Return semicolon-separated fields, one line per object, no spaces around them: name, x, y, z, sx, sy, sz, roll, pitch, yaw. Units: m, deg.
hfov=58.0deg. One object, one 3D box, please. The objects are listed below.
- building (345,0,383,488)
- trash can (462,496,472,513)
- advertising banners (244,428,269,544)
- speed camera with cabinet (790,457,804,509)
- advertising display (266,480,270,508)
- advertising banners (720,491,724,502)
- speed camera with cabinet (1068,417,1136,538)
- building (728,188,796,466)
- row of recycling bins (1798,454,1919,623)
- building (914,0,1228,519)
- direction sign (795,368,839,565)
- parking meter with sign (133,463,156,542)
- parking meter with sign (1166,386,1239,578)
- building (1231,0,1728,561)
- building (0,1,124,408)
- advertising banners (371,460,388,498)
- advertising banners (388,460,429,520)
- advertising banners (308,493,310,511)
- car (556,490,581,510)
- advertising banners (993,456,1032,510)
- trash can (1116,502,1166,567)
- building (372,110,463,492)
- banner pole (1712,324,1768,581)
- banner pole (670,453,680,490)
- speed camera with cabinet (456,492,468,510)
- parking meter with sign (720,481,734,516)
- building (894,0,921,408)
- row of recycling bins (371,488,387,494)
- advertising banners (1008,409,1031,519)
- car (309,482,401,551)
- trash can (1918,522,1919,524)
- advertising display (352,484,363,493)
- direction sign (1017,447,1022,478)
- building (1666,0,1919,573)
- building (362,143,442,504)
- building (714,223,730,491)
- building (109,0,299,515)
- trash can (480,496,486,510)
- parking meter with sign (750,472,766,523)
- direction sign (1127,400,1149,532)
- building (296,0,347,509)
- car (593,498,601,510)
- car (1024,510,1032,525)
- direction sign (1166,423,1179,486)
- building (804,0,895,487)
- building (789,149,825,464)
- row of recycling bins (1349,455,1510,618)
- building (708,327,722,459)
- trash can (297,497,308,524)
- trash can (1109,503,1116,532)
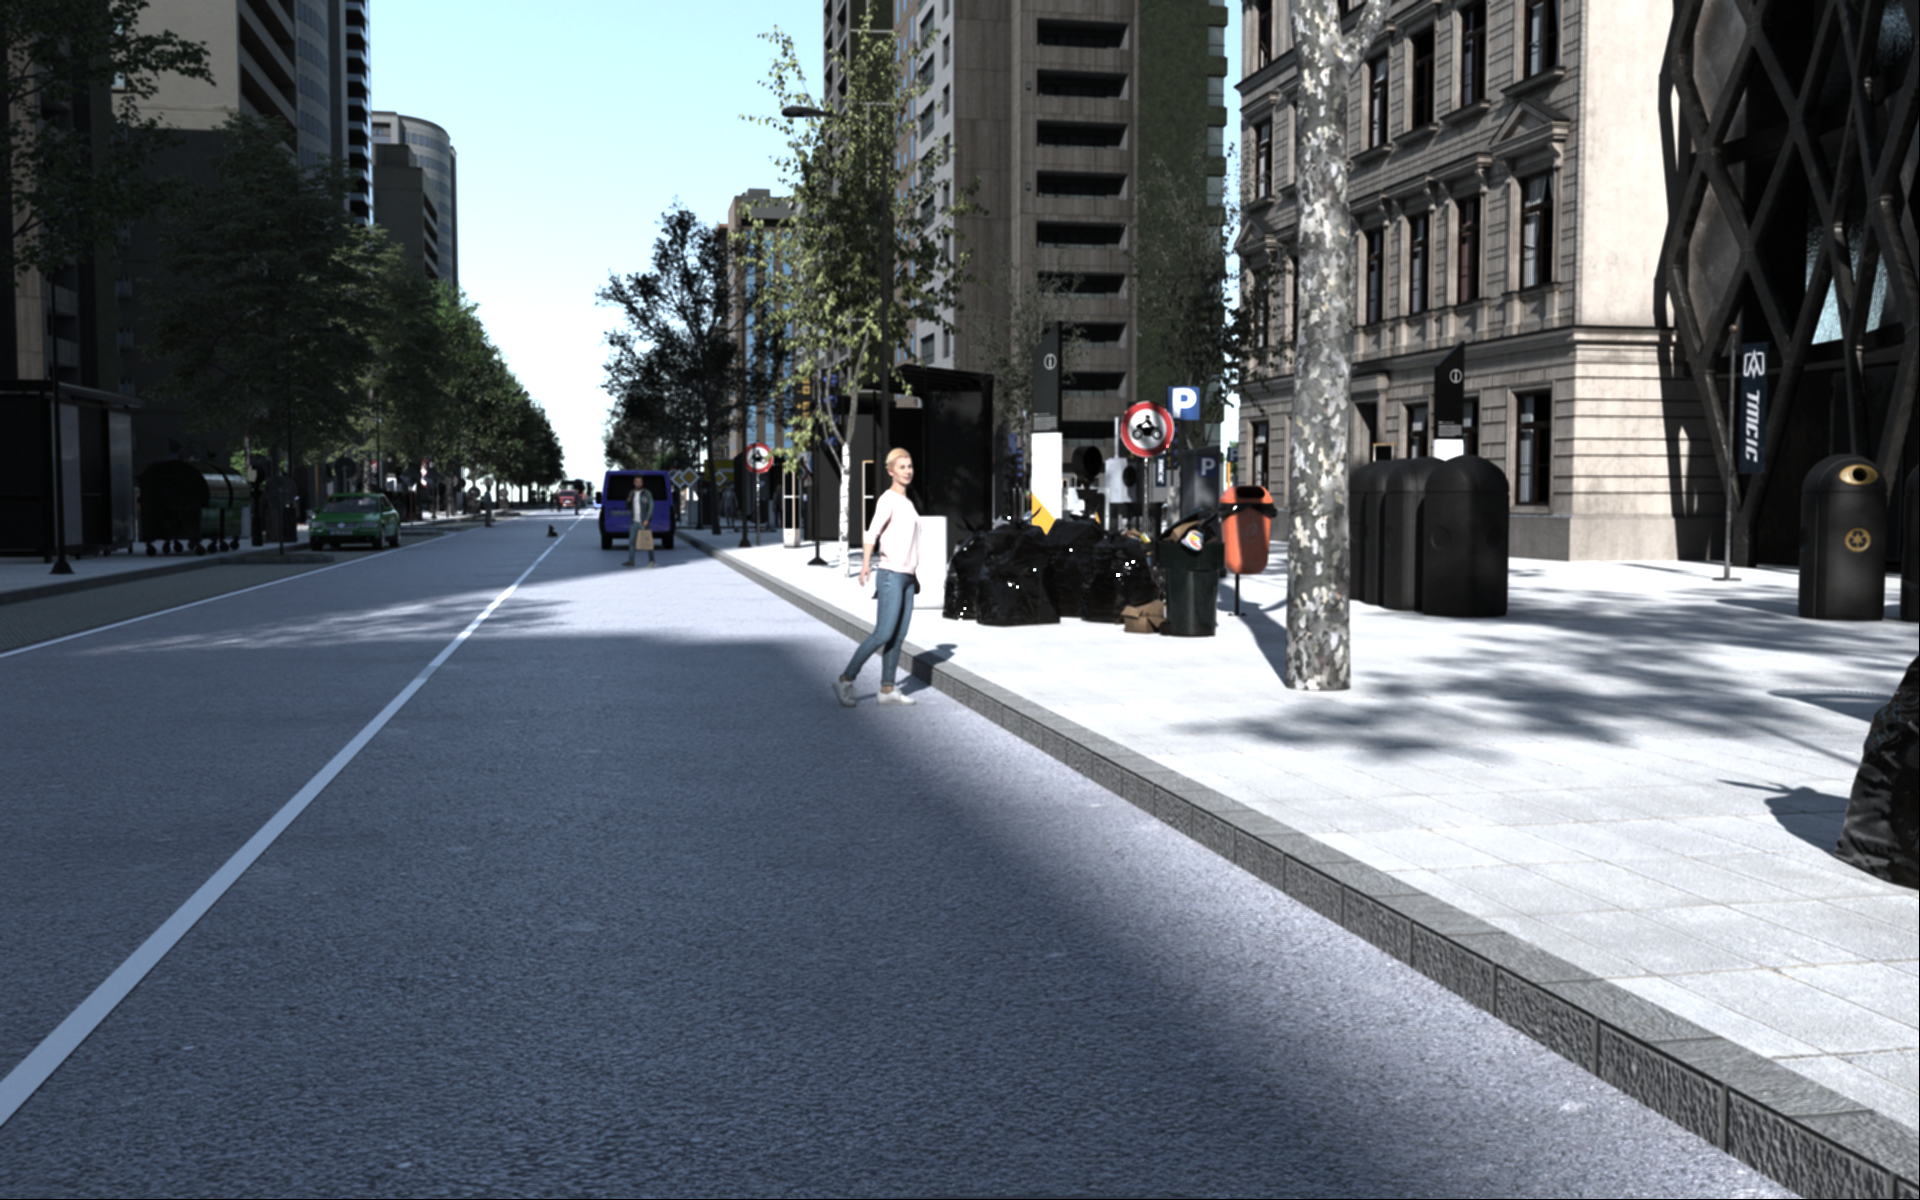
building;-71.590;-52.906;177.681;22.319;86.520;31.000;-1;4;-12
trash can;-33.112;-6.414;116.525;0.748;1.137;0.748;0;3;0
advertising banners;-18.483;-3.016;45.498;0.090;3.025;2.074;-3;4;-36
speed camera with cabinet;-7.676;-5.586;85.661;2.038;3.252;0.660;2;4;28
advertising display;-30.896;-4.434;77.712;0.123;1.923;0.974;-3;5;-39
advertising banners;-13.782;-6.646;104.846;2.074;3.025;0.090;-1;4;-22
speed camera with cabinet;3.640;-3.033;43.931;2.038;3.252;0.660;-3;5;-42
building;-26.422;-36.910;253.593;14.600;45.320;14.200;-1;4;-12
row of recycling bins;10.185;-0.609;17.070;3.534;1.692;1.069;3;4;38
building;5.565;-19.746;94.556;14.107;30.474;14.160;-1;4;-12
direction sign;-2.586;-2.407;31.344;0.876;3.537;0.379;1;4;22
parking meter with sign;-22.323;-3.037;45.922;1.738;3.016;0.543;-1;4;-8
parking meter with sign;3.778;-1.900;27.331;0.543;3.016;1.738;-1;4;-12
building;14.379;-10.859;42.174;10.561;19.102;19.286;-1;4;-12
building;-49.692;-19.034;82.912;14.160;30.474;14.107;-1;4;-12
advertising banners;-29.057;-5.630;88.231;2.074;3.025;0.090;-2;4;-25
advertising banners;-27.656;-5.562;87.134;2.074;3.025;0.090;1;4;9
advertising banners;-50.094;-8.212;130.459;2.074;3.025;0.090;-1;4;-16
car;-35.433;-9.053;156.694;2.281;1.827;5.304;-1;4;-11
advertising banners;2.475;-5.082;79.271;2.074;3.025;0.090;2;4;25
trash can;3.258;-1.159;30.606;0.748;1.137;0.748;0;3;0
building;-88.784;-44.257;265.607;21.231;58.520;28.212;-1;4;-12
banner pole;11.501;-2.167;25.440;0.401;3.779;0.863;-2;4;-24
banner pole;-17.377;-7.057;105.397;0.863;3.779;0.401;-3;5;-43
speed camera with cabinet;-39.881;-8.756;137.497;2.038;3.252;0.660;1;4;20
parking meter with sign;-13.233;-6.320;99.586;0.543;3.016;1.738;-3;5;-43
building;3.689;-28.287;112.605;14.600;45.320;14.200;-1;4;-12
row of recycling bins;-41.219;-6.973;121.118;3.534;1.692;1.069;3;4;37
advertising banners;1.187;-2.377;35.060;0.090;3.025;2.074;1;4;11
car;-15.714;-2.219;45.069;1.959;1.807;4.718;-1;4;-10
trash can;5.321;0.170;8.881;0.748;1.137;0.748;0;3;0
advertising display;-39.710;-6.673;114.315;0.974;1.923;0.123;0;4;-1
direction sign;2.662;-5.630;84.052;0.876;3.537;0.379;-2;4;-26
building;21.228;-9.648;25.195;16.820;18.784;16.811;-1;4;-12
building;-84.570;-37.780;241.397;21.300;48.544;21.600;-1;4;-12
building;-27.773;-37.963;275.322;22.147;44.769;28.867;-1;4;-12
building;-55.225;-29.781;110.623;21.300;48.544;21.600;-1;4;-12
trash can;-37.344;-7.609;136.063;0.748;1.137;0.748;0;3;0
parking meter with sign;-8.954;-4.940;77.022;0.543;3.016;1.738;-2;4;-30
direction sign;4.337;-3.077;42.313;0.379;3.537;0.876;-2;4;-29
building;-65.475;-37.115;148.823;21.231;58.520;28.212;-1;4;-12
car;-32.603;-9.111;158.562;1.945;1.707;3.694;-1;4;-12
car;4.804;-3.528;69.678;4.499;1.417;2.014;-1;4;-13
direction sign;6.816;-3.892;55.623;0.379;3.537;0.876;-1;4;-17
building;-1.558;-42.714;136.627;20.563;71.187;20.611;-1;4;-12
building;-5.940;-30.956;198.006;32.217;40.220;23.993;-1;4;-12
row of recycling bins;5.204;-0.767;19.649;1.069;1.692;3.534;0;4;-4
building;-36.264;-32.135;297.105;14.160;30.474;14.107;-1;4;-12
trash can;-28.609;-3.869;74.912;0.748;1.137;0.748;0;3;0
trash can;4.734;-2.576;53.764;0.748;1.137;0.748;0;3;0
